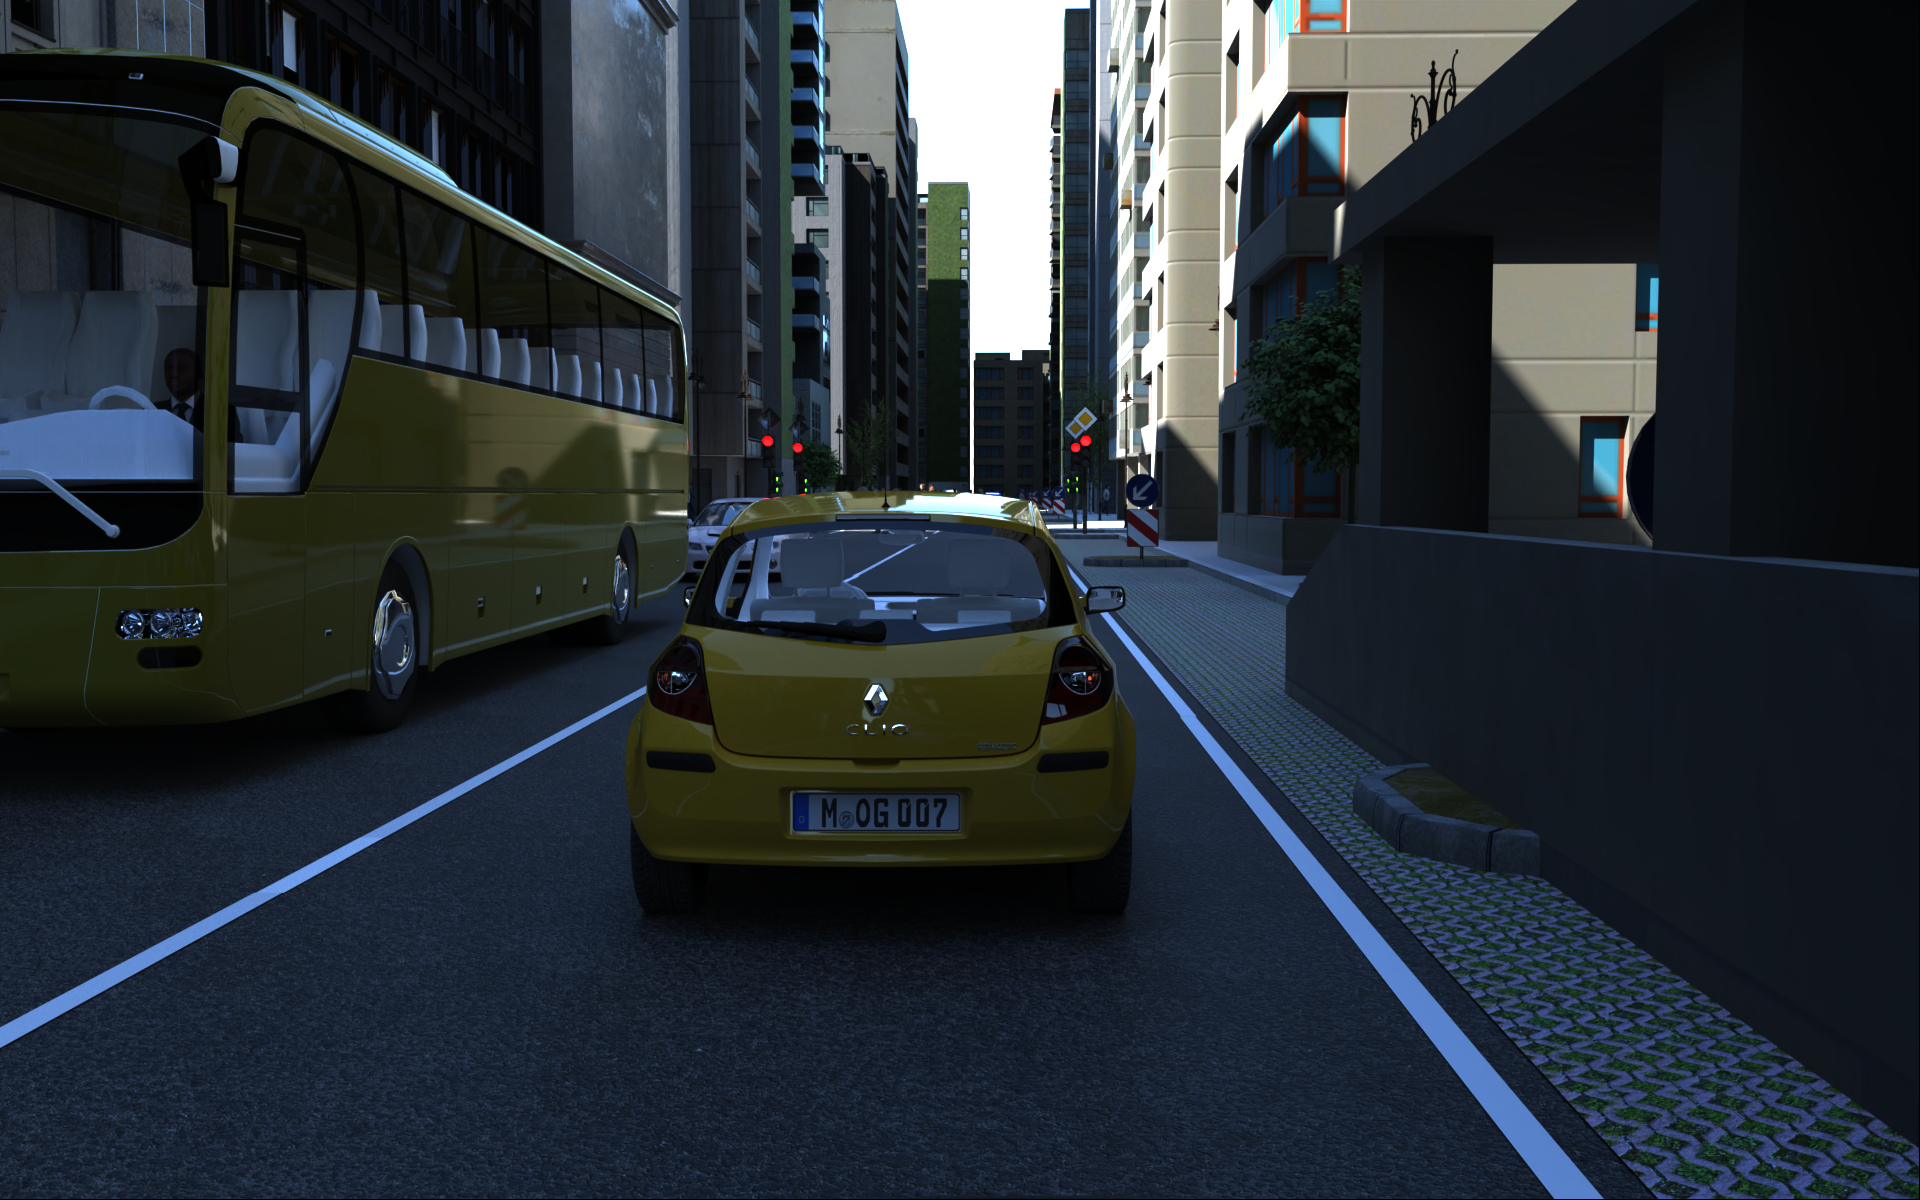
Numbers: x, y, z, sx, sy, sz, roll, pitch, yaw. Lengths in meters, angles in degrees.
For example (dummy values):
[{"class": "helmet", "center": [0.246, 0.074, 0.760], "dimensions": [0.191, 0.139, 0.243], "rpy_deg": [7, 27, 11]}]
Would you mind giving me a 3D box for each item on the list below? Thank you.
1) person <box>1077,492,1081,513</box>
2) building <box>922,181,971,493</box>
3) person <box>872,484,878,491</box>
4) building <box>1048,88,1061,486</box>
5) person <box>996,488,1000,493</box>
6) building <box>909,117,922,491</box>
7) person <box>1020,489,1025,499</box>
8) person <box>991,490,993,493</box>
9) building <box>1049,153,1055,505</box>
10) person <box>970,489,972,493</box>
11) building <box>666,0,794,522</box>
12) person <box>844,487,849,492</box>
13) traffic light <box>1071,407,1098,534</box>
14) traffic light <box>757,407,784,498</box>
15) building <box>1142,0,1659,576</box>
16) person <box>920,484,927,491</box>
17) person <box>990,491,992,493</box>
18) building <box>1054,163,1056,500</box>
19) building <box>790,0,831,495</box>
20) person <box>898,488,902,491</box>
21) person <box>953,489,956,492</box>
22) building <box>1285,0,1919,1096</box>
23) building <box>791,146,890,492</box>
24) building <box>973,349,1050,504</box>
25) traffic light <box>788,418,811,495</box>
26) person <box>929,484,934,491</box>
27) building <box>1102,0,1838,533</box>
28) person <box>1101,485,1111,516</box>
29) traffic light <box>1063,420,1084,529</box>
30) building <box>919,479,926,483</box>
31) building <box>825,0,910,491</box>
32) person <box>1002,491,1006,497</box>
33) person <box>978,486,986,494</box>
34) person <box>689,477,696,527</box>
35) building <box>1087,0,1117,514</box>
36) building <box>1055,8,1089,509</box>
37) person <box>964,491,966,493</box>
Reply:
[{"class": "person", "center": [7.771, -6.599, 114.932], "dimensions": [0.522, 1.701, 0.512], "rpy_deg": [-2, 4, -29]}, {"class": "building", "center": [-5.604, -33.366, 229.130], "dimensions": [14.086, 41.232, 14.154], "rpy_deg": [0, 4, 2]}, {"class": "person", "center": [-3.055, -3.349, 63.358], "dimensions": [0.391, 1.810, 0.635], "rpy_deg": [2, 4, 34]}, {"class": "building", "center": [20.651, -32.458, 185.308], "dimensions": [22.147, 44.769, 28.867], "rpy_deg": [0, 4, 2]}, {"class": "person", "center": [2.523, -6.715, 118.159], "dimensions": [0.748, 1.841, 0.638], "rpy_deg": [2, 4, 29]}, {"class": "building", "center": [-11.762, -30.534, 182.825], "dimensions": [14.154, 41.232, 14.086], "rpy_deg": [0, 4, 2]}, {"class": "person", "center": [4.366, -6.928, 122.124], "dimensions": [0.624, 1.780, 0.694], "rpy_deg": [3, 4, 38]}, {"class": "person", "center": [3.249, -10.165, 174.328], "dimensions": [1.348, 1.869, 0.705], "rpy_deg": [-2, 4, -24]}, {"class": "building", "center": [17.728, -32.009, 206.939], "dimensions": [14.154, 41.232, 14.086], "rpy_deg": [0, 4, 2]}, {"class": "person", "center": [0.935, -8.094, 140.856], "dimensions": [1.348, 1.821, 0.705], "rpy_deg": [-2, 4, -35]}, {"class": "building", "center": [-15.035, -23.930, 74.856], "dimensions": [14.154, 41.232, 14.086], "rpy_deg": [0, 4, 2]}, {"class": "person", "center": [-8.654, -7.831, 134.178], "dimensions": [0.694, 1.812, 0.767], "rpy_deg": [1, 4, 18]}, {"class": "traffic light", "center": [4.009, -4.087, 55.750], "dimensions": [0.839, 4.253, 0.868], "rpy_deg": [0, 4, 2]}, {"class": "traffic light", "center": [-6.149, -4.103, 56.008], "dimensions": [0.839, 4.253, 0.868], "rpy_deg": [0, 4, 2]}, {"class": "building", "center": [19.286, -11.965, 40.667], "dimensions": [27.650, 21.520, 28.899], "rpy_deg": [0, 4, 2]}, {"class": "person", "center": [-1.445, -3.499, 65.725], "dimensions": [0.555, 1.821, 0.388], "rpy_deg": [2, 4, 28]}, {"class": "person", "center": [3.084, -9.930, 171.570], "dimensions": [1.217, 1.735, 0.721], "rpy_deg": [-1, 4, -8]}, {"class": "building", "center": [16.464, -29.383, 164.001], "dimensions": [14.154, 41.232, 14.086], "rpy_deg": [0, 4, 2]}, {"class": "building", "center": [-19.095, -48.772, 110.093], "dimensions": [22.319, 86.520, 31.000], "rpy_deg": [0, 4, 2]}, {"class": "person", "center": [-3.334, -5.498, 98.656], "dimensions": [0.793, 1.790, 0.793], "rpy_deg": [2, 4, 28]}, {"class": "person", "center": [-0.410, -6.441, 114.082], "dimensions": [0.850, 1.792, 0.678], "rpy_deg": [-3, 5, -45]}, {"class": "building", "center": [18.233, -19.075, 3.753], "dimensions": [32.217, 40.220, 23.993], "rpy_deg": [0, 4, 2]}, {"class": "building", "center": [-13.453, -22.929, 146.595], "dimensions": [14.160, 30.474, 14.107], "rpy_deg": [0, 4, 2]}, {"class": "building", "center": [16.504, -23.946, 236.558], "dimensions": [28.899, 21.520, 27.650], "rpy_deg": [0, 4, 2]}, {"class": "traffic light", "center": [-5.933, -4.591, 63.990], "dimensions": [0.839, 4.253, 0.868], "rpy_deg": [0, 4, 2]}, {"class": "person", "center": [-1.116, -3.756, 69.900], "dimensions": [0.794, 1.824, 0.713], "rpy_deg": [0, 4, 8]}, {"class": "building", "center": [18.818, -23.519, 76.413], "dimensions": [23.993, 40.220, 32.217], "rpy_deg": [0, 4, 2]}, {"class": "person", "center": [8.574, -5.892, 102.221], "dimensions": [0.795, 1.843, 0.661], "rpy_deg": [2, 4, 27]}, {"class": "traffic light", "center": [4.225, -4.576, 63.733], "dimensions": [0.839, 4.253, 0.868], "rpy_deg": [0, 4, 2]}, {"class": "building", "center": [-18.951, -33.554, 203.231], "dimensions": [28.867, 44.769, 22.147], "rpy_deg": [0, 4, 2]}, {"class": "building", "center": [-16.058, -33.069, 164.383], "dimensions": [21.300, 48.544, 21.600], "rpy_deg": [0, 4, 2]}, {"class": "person", "center": [3.954, -8.859, 154.128], "dimensions": [0.721, 1.735, 1.217], "rpy_deg": [-1, 4, -21]}, {"class": "person", "center": [1.021, -4.233, 78.056], "dimensions": [0.623, 1.781, 0.721], "rpy_deg": [2, 4, 24]}, {"class": "person", "center": [-8.048, -2.765, 51.436], "dimensions": [0.419, 1.800, 0.721], "rpy_deg": [-2, 4, -33]}, {"class": "building", "center": [19.710, -35.562, 123.443], "dimensions": [21.231, 58.520, 28.212], "rpy_deg": [0, 4, 2]}, {"class": "building", "center": [15.824, -28.520, 149.902], "dimensions": [14.154, 41.232, 14.086], "rpy_deg": [0, 4, 2]}, {"class": "person", "center": [0.575, -11.870, 202.595], "dimensions": [0.705, 1.821, 1.348], "rpy_deg": [-2, 4, -28]}]
